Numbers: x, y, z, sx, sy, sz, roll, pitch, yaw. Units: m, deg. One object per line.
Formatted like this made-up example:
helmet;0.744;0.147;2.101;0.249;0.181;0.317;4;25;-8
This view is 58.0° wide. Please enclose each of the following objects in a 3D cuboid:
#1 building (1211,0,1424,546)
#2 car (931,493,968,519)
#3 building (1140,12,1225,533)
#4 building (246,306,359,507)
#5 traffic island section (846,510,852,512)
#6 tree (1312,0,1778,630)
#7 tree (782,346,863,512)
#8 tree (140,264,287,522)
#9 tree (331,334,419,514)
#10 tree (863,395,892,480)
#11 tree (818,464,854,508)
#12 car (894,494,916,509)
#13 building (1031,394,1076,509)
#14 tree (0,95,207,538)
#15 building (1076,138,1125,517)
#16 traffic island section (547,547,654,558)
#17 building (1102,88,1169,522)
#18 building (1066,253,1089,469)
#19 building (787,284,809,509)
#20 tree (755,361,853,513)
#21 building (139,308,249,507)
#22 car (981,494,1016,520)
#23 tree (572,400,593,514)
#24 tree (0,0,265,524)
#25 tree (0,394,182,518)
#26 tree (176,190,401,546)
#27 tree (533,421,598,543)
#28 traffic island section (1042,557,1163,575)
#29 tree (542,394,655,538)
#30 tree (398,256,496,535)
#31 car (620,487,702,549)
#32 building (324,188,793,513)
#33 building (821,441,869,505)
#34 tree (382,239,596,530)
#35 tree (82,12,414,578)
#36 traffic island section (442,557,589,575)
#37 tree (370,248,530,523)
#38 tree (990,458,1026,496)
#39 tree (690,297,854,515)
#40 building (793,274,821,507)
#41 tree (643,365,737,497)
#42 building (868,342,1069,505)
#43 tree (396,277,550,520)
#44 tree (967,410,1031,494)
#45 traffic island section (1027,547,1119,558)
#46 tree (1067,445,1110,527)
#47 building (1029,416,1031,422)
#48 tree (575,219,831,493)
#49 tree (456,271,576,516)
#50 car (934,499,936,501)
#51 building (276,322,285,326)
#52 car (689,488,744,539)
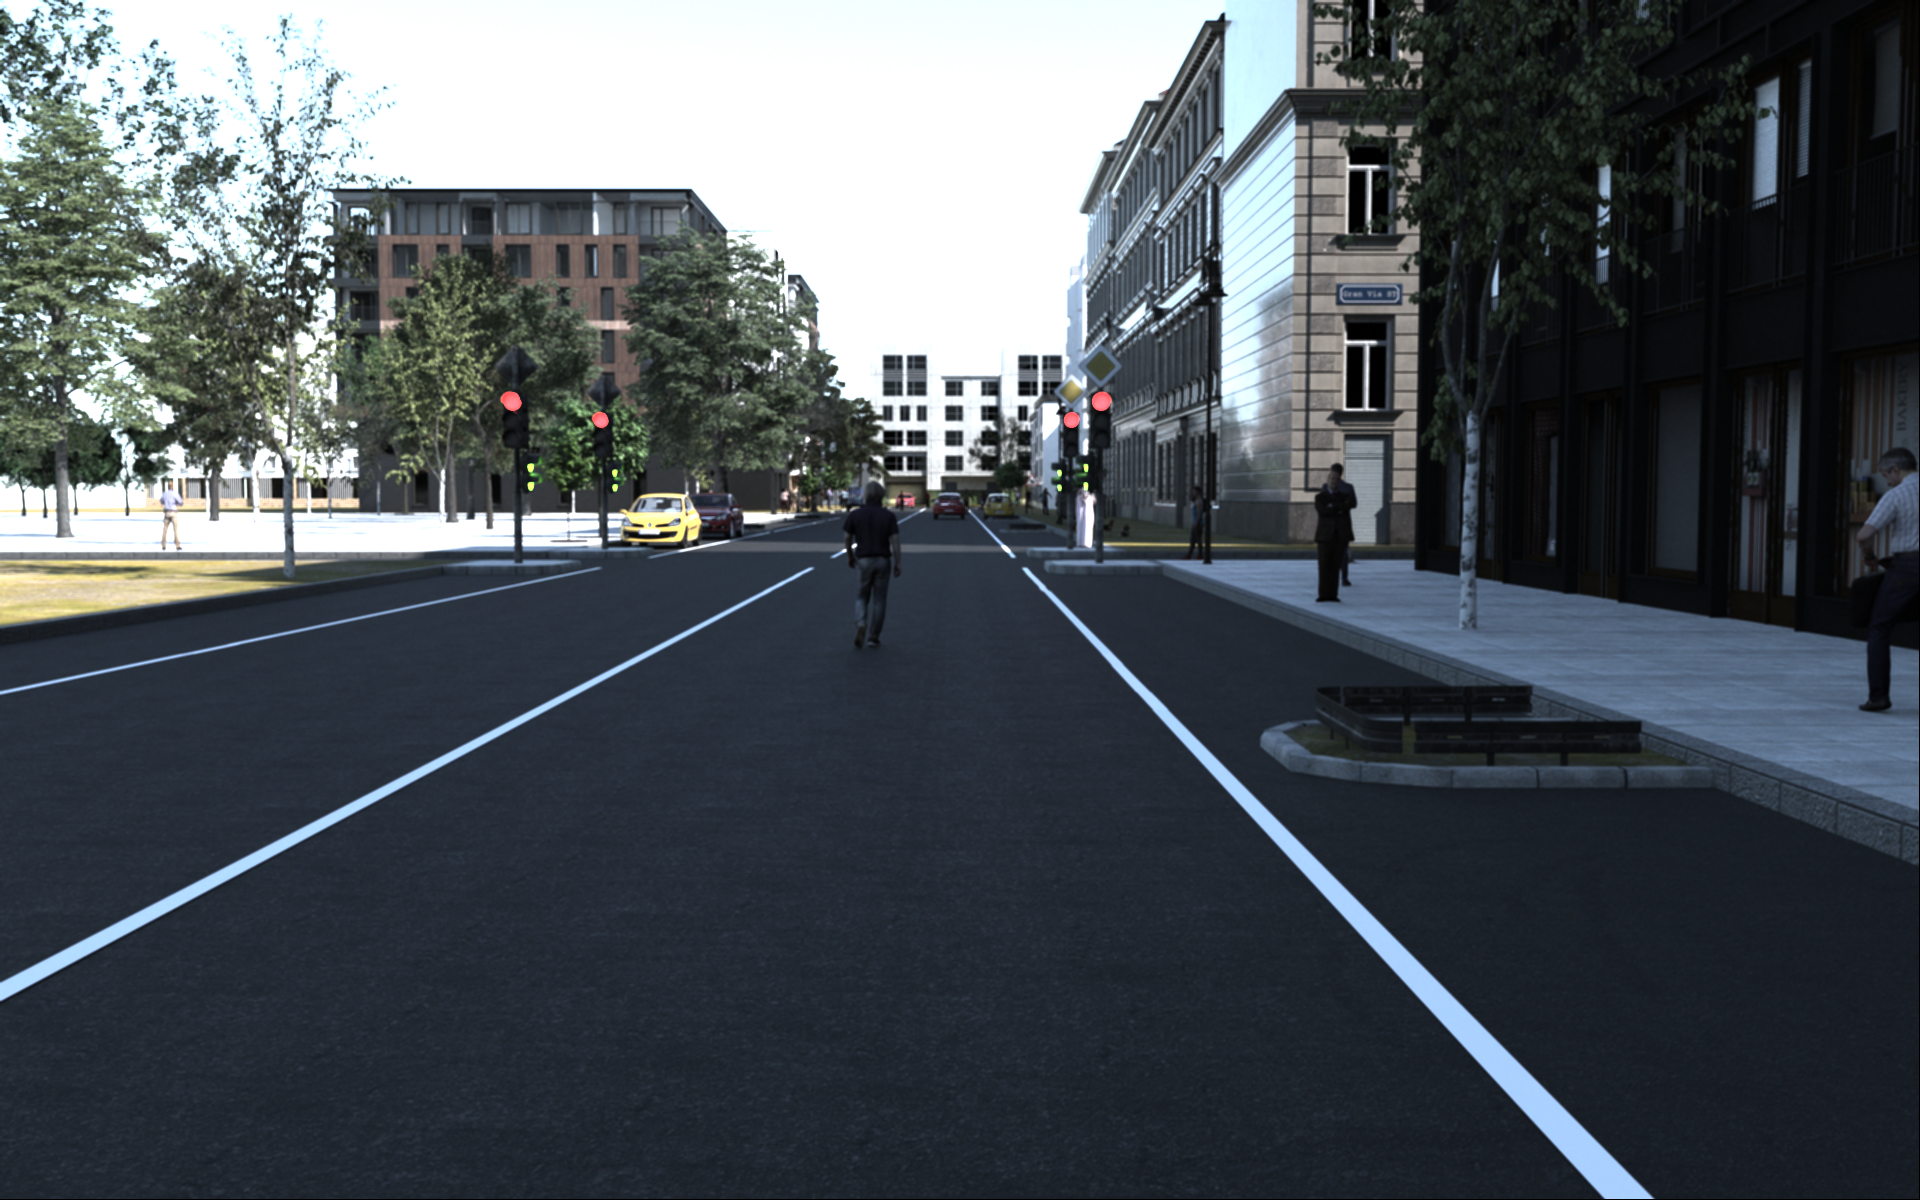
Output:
building;20.281;-15.337;48.018;25.104;27.353;12.463;0;4;0
car;-0.623;-5.572;100.138;2.155;1.783;4.494;0;3;0
building;13.016;-12.249;64.902;10.561;19.102;19.286;0;4;0
building;-65.110;-19.818;180.442;11.380;20.091;16.016;0;4;0
traffic island section;-8.331;-7.300;142.213;1.991;0.108;1.994;0;4;0
tree;5.060;-4.032;16.282;4.737;8.622;4.395;0;3;0
tree;-10.729;-12.535;127.010;6.751;12.117;7.091;0;3;0
tree;-34.810;-9.706;80.748;6.751;12.117;7.091;0;3;0
tree;-35.352;-11.238;109.489;9.928;11.665;9.643;0;3;0
tree;-10.820;-16.275;188.143;6.751;12.117;7.091;0;3;0
tree;-11.114;-10.476;154.993;4.285;4.588;4.351;0;3;0
car;-5.443;-9.937;171.512;2.155;1.783;4.494;0;4;-1
building;11.451;-12.475;146.114;9.099;9.664;28.070;0;4;0
tree;-25.778;-8.039;49.568;7.486;12.596;7.792;0;3;0
building;13.237;-16.916;105.459;11.050;23.489;19.941;0;4;0
traffic island section;-8.258;-1.095;40.192;2.009;0.180;2.903;0;4;0
building;13.623;-15.218;84.979;11.583;22.565;21.152;0;4;0
building;15.866;-16.496;126.123;16.016;20.091;11.380;0;4;0
building;-21.431;-18.218;154.279;16.016;20.091;11.380;0;4;0
tree;-10.647;-11.178;117.169;7.601;10.594;8.767;0;4;6
building;-76.493;-19.860;181.130;11.380;20.091;16.016;0;4;0
car;2.203;-5.389;98.330;2.015;1.641;3.980;0;3;0
tree;-24.375;-9.756;109.866;4.737;8.622;4.395;0;3;0
tree;-31.570;-12.651;62.727;12.611;20.169;13.585;0;3;0
tree;-51.075;-8.302;98.649;11.467;7.101;20.602;-3;5;-43
tree;-17.236;-5.642;42.612;4.737;8.622;4.395;0;3;0
tree;-10.355;-3.153;46.153;1.663;3.219;1.824;0;3;0
traffic island section;2.614;-0.609;32.244;2.009;0.180;2.903;0;4;0
tree;-10.643;-4.122;51.116;4.285;4.588;4.351;0;3;0
tree;-16.210;-6.321;53.713;4.737;8.622;4.395;0;3;0
car;-8.024;-2.223;46.570;2.015;1.641;3.980;0;4;0
building;-28.491;-17.630;132.233;27.936;21.610;32.646;0;4;0
building;-24.701;-16.181;206.712;28.070;9.664;9.099;0;4;0
tree;-16.922;-7.845;62.674;8.767;10.594;7.601;1;4;10
tree;-10.498;-4.642;26.252;4.360;8.622;3.978;0;3;0
traffic island section;-8.227;-0.607;32.207;2.009;0.180;2.903;0;4;0
tree;-22.507;-9.438;76.370;6.751;12.117;7.091;0;3;0
tree;4.405;-10.549;156.182;4.285;4.588;4.351;0;3;0
tree;-11.547;-11.950;105.750;12.009;13.543;11.850;0;3;0
building;-31.100;-20.236;174.828;32.646;21.610;27.936;0;4;0
tree;-14.251;-8.530;89.825;4.737;8.622;4.395;0;3;0
building;5.062;-21.031;210.316;31.486;18.905;16.747;0;4;0
tree;-24.181;-10.315;86.782;7.486;12.596;7.792;0;3;0
tree;4.484;-15.791;192.591;8.767;10.594;7.601;1;4;21
traffic island section;2.583;-1.098;40.229;2.009;0.180;2.903;0;4;0
tree;5.037;-4.545;68.908;1.663;3.219;1.824;0;3;0
building;12.125;-14.189;174.134;9.099;9.664;28.070;0;4;0
tree;-11.218;-10.674;81.182;9.857;13.997;8.962;0;3;0
tree;-25.013;-11.764;98.995;9.857;13.997;8.962;0;3;0
car;-1.469;-9.069;160.858;1.945;1.354;3.894;0;4;0
building;-67.204;-22.778;216.387;32.646;21.610;27.936;0;4;0
car;-8.135;-2.897;56.400;2.155;1.783;4.494;0;3;0
